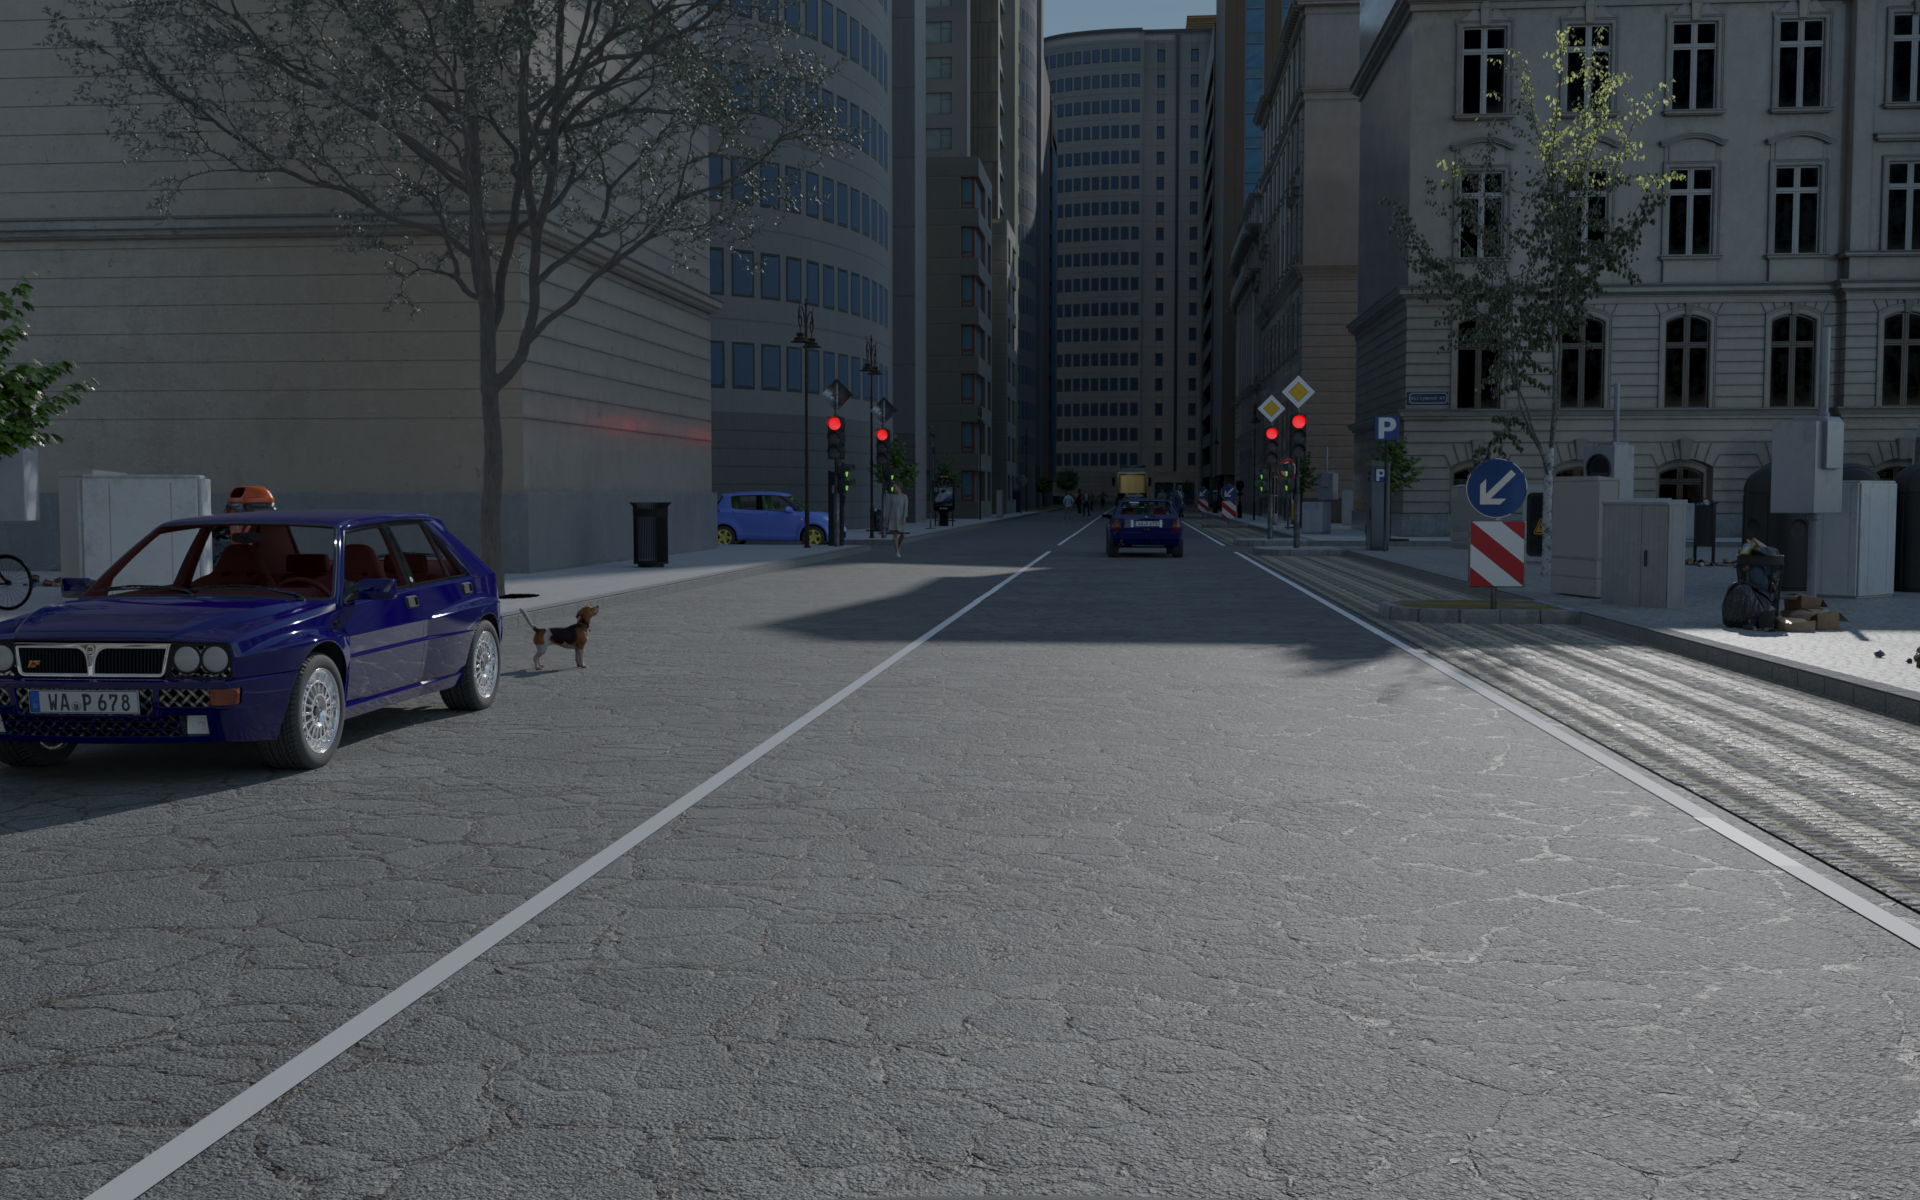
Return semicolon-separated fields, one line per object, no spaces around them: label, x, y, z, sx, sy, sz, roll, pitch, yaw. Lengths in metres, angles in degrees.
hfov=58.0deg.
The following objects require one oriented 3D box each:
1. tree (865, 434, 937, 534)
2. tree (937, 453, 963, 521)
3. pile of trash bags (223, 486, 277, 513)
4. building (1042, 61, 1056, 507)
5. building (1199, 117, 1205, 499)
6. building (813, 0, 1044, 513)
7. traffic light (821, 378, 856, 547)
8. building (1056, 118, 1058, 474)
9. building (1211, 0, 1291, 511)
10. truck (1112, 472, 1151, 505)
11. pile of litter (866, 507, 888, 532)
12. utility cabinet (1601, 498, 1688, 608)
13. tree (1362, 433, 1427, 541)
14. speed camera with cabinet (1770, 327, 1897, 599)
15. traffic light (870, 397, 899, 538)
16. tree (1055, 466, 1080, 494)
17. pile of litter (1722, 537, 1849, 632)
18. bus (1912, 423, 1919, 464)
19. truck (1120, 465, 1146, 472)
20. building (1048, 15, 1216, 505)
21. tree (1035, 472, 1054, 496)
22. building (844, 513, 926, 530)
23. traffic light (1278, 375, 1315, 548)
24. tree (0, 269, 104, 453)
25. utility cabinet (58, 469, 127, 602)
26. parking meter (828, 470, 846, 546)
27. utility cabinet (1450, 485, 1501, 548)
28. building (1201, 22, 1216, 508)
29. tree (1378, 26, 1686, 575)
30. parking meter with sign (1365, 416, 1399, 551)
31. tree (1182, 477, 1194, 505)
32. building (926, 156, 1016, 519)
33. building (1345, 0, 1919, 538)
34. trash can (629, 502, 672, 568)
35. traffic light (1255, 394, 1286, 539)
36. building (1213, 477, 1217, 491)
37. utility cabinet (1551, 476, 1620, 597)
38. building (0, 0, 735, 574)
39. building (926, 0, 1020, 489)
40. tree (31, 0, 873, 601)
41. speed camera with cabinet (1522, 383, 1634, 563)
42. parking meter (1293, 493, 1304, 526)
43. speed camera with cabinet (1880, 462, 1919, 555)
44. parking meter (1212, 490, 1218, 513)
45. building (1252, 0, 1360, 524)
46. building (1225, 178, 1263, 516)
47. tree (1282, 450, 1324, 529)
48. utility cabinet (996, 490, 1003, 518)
tree;-1.992;-3.725;55.501;1.663;3.219;1.824;0;3;0
tree;-0.650;-5.331;81.771;1.663;3.219;1.824;0;3;0
pile of trash bags;-9.096;-0.667;20.657;3.447;1.369;1.912;3;5;41
building;1.737;-32.057;174.250;14.600;45.320;14.200;0;4;6
building;33.438;-30.978;190.081;14.154;41.232;14.086;0;4;6
building;-3.856;-37.375;153.076;21.231;58.520;28.212;0;4;6
traffic light;-2.983;-3.253;42.109;0.839;4.253;0.868;0;4;6
building;3.354;-33.141;191.969;14.200;45.320;14.600;0;4;6
building;26.854;-29.546;133.184;14.600;45.320;14.200;0;4;6
truck;14.885;-9.420;149.938;3.469;3.379;9.791;0;4;5
pile of litter;-2.632;-2.791;59.592;1.176;0.858;1.719;-1;4;-9
utility cabinet;7.837;-0.534;19.899;0.306;1.237;1.020;-1;4;-23
tree;12.008;-3.247;47.684;1.663;3.219;1.824;0;3;0
speed camera with cabinet;10.733;-1.645;21.236;2.038;3.252;0.660;-3;4;-37
traffic light;-2.189;-3.739;50.055;0.839;4.253;0.868;0;4;6
tree;12.510;-13.362;202.174;4.285;4.588;4.351;0;3;0
pile of litter;8.033;-0.174;16.809;1.719;0.858;1.176;-3;4;-38
bus;31.018;-2.928;42.733;13.247;3.499;2.948;0;4;7
truck;17.398;-11.326;174.098;2.839;4.237;11.283;0;4;6
building;20.979;-41.353;218.112;28.212;58.520;21.231;0;4;6
tree;7.201;-9.347;147.427;1.663;3.219;1.824;0;3;0
building;-13.397;-32.045;65.927;21.231;58.520;28.212;0;4;6
traffic light;7.976;-3.187;41.034;0.839;4.253;0.868;0;4;6
tree;-7.469;-1.105;12.670;1.663;3.219;1.824;0;3;0
utility cabinet;-8.049;-0.455;16.125;0.318;1.500;1.173;-3;5;-41
parking meter;-3.052;-2.275;42.911;0.399;1.863;0.255;1;4;9
utility cabinet;12.048;-1.946;40.501;0.318;1.500;1.173;-3;4;-37
building;35.232;-33.494;171.323;21.300;48.544;21.600;0;4;6
tree;9.095;-4.705;27.294;4.360;8.622;3.978;0;3;0
parking meter with sign;9.554;-2.643;39.470;0.543;3.016;1.738;0;4;4
tree;25.674;-12.350;196.525;1.663;3.219;1.824;0;3;0
building;-11.371;-15.881;104.691;27.650;21.520;28.899;0;4;6
building;30.547;-14.395;54.441;34.723;24.649;14.460;0;4;6
trash can;-5.424;-1.145;30.369;0.748;1.137;0.748;0;3;0
traffic light;8.770;-3.673;48.980;0.839;4.253;0.868;0;4;6
building;32.916;-43.492;149.344;20.563;71.187;20.611;0;4;6
utility cabinet;7.843;-0.798;21.722;0.318;1.500;1.173;0;4;-7
building;-17.367;-15.124;34.672;23.554;28.519;14.401;0;4;6
building;-2.946;-27.444;132.299;14.154;41.232;14.086;0;4;6
tree;-5.656;-6.769;21.043;12.009;13.543;11.850;0;3;0
speed camera with cabinet;11.227;-2.275;31.529;0.660;3.252;2.038;-2;4;-31
parking meter;13.393;-3.848;68.618;0.399;1.863;0.255;2;4;23
speed camera with cabinet;21.272;-2.687;38.270;0.660;3.252;2.038;0;4;3
parking meter;17.123;-6.591;116.169;0.372;1.533;0.369;0;3;0
building;21.605;-17.676;86.267;12.463;27.353;25.104;0;4;6
building;24.259;-16.454;110.824;13.314;21.916;24.055;0;4;6
tree;12.809;-4.296;64.843;1.663;3.219;1.824;0;3;0
utility cabinet;2.125;-5.153;92.925;0.318;1.500;1.173;0;4;5
